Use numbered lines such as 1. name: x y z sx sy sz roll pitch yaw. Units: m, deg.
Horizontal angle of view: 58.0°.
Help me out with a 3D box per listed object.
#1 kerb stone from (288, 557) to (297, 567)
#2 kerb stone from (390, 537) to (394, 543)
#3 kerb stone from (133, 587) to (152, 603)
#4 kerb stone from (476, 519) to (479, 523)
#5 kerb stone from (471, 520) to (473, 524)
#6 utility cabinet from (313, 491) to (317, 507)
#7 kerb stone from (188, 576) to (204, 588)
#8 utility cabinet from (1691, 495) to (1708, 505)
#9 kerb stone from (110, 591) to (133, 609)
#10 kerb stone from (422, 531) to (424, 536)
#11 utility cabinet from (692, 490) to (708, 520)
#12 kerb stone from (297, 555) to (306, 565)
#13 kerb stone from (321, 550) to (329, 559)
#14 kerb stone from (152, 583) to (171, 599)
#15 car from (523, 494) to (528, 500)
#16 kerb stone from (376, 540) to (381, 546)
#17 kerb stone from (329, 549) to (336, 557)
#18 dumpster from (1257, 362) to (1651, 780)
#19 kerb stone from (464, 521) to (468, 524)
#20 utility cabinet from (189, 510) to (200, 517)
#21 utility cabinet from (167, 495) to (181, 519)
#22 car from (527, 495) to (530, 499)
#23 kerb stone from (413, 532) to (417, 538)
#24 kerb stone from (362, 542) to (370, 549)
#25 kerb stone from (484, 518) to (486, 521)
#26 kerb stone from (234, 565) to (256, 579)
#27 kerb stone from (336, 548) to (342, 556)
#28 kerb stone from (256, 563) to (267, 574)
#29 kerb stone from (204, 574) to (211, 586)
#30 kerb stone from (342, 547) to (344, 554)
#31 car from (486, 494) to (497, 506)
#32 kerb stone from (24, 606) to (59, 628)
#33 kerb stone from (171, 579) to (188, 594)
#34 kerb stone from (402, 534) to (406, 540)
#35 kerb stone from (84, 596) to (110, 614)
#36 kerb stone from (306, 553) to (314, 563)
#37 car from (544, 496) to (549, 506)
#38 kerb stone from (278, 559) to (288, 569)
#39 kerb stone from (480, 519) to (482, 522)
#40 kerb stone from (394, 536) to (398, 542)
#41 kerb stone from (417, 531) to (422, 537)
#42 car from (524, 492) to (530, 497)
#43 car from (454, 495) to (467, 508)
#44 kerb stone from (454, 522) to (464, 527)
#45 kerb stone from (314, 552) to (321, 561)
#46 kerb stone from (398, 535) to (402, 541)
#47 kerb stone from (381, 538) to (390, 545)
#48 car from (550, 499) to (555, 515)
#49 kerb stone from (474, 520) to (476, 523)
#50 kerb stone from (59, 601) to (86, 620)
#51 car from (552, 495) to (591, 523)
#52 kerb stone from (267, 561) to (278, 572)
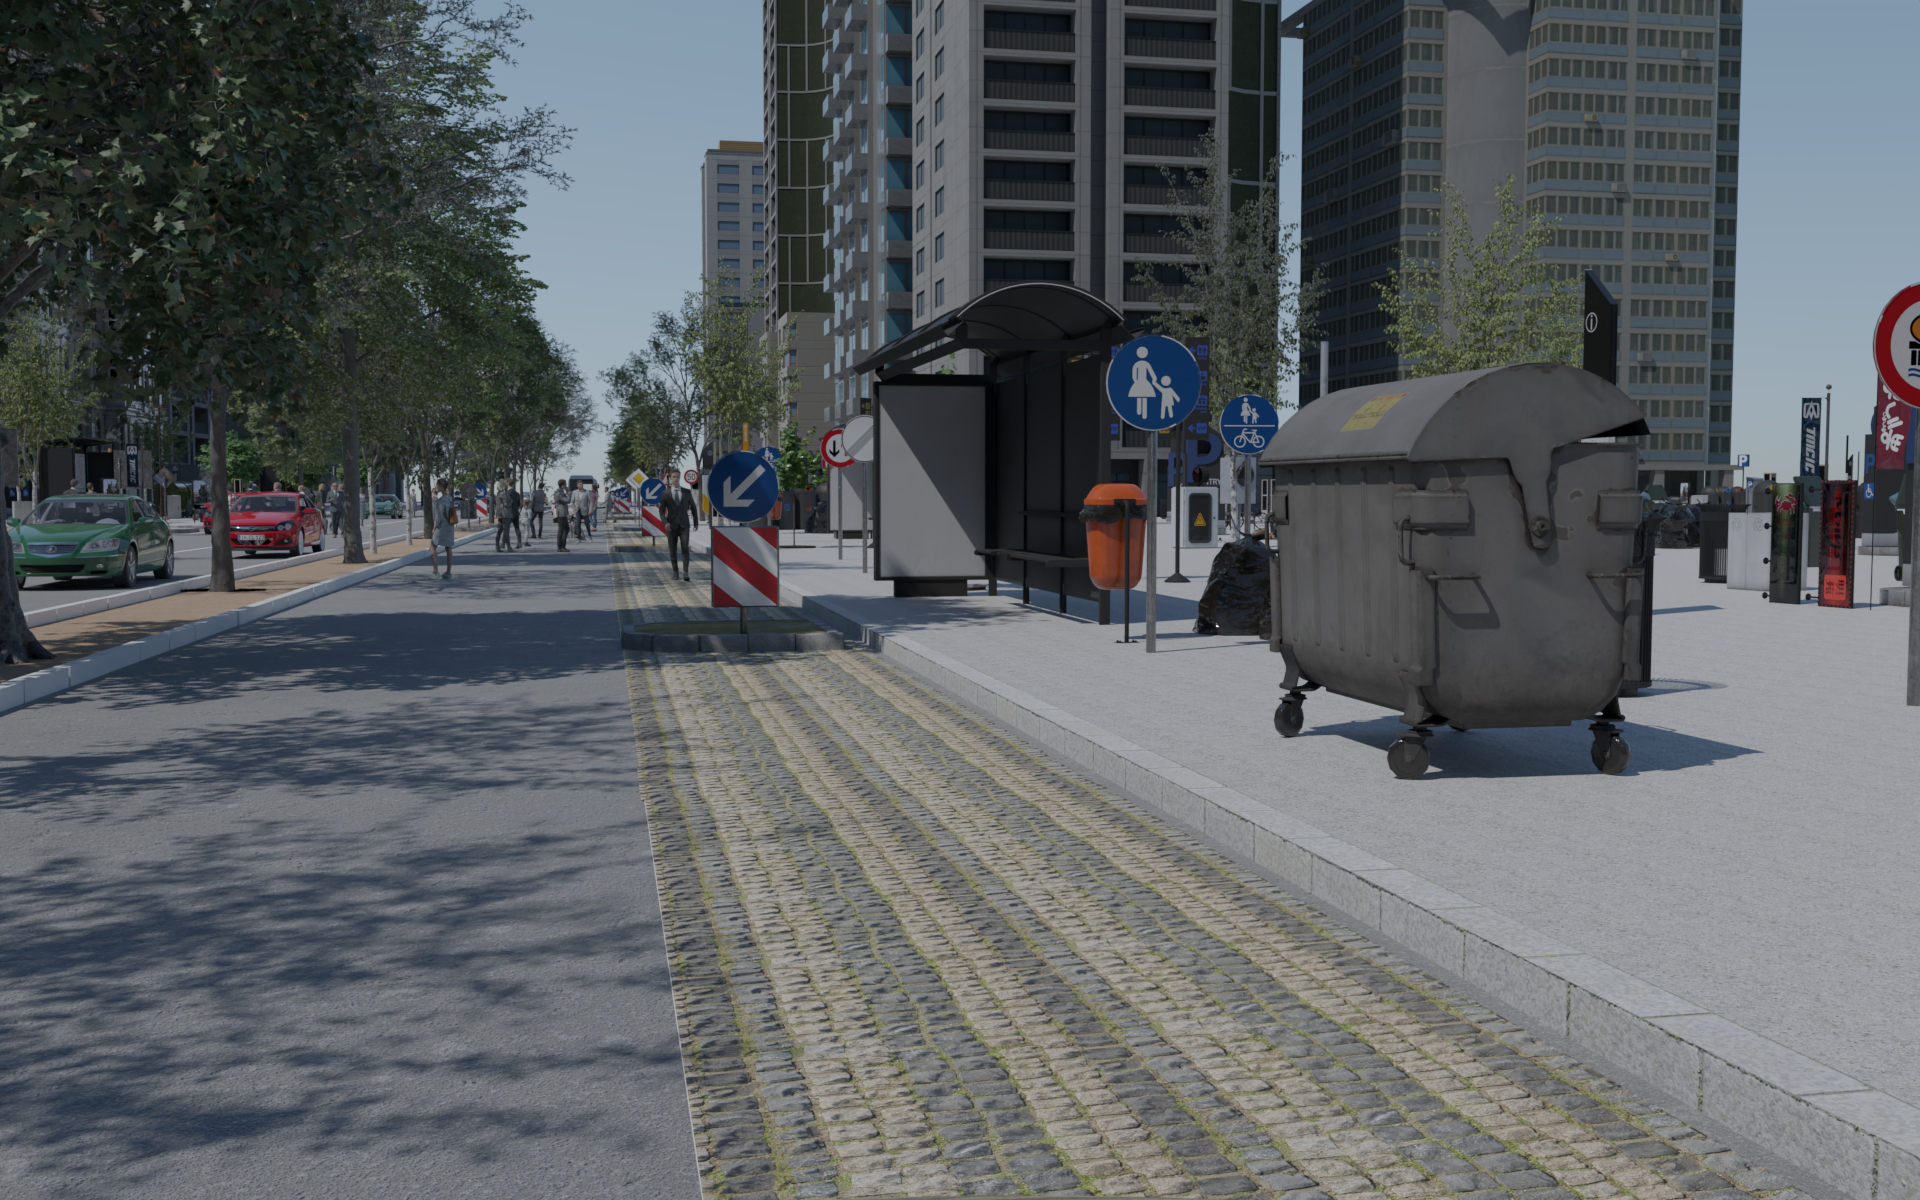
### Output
1. kerb stone: -13.204 -0.716 33.982 0.120 0.150 1.000 -1 4 -12
2. kerb stone: -16.545 -1.703 50.041 0.120 0.150 1.000 -1 4 -12
3. kerb stone: -10.917 -0.045 22.925 0.120 0.150 1.000 -1 4 -12
4. kerb stone: -23.758 -3.825 84.735 0.120 0.150 1.000 -1 4 -12
5. kerb stone: -22.921 -3.579 80.712 0.120 0.150 1.000 -1 4 -12
6. utility cabinet: -51.573 -7.915 138.088 1.173 1.500 0.318 1 4 18
7. kerb stone: -11.538 -0.229 25.933 0.120 0.150 1.000 -1 4 -12
8. utility cabinet: 38.017 -4.765 89.074 0.306 1.237 1.020 -1 4 -10
9. kerb stone: -10.700 0.020 21.921 0.120 0.150 1.000 -1 4 -12
10. kerb stone: -18.430 -2.250 59.058 0.120 0.150 1.000 -1 4 -12
11. utility cabinet: -12.672 -4.704 85.586 1.173 1.500 0.318 1 4 23
12. kerb stone: -13.419 -0.782 34.981 0.120 0.150 1.000 -1 4 -12
13. kerb stone: -14.048 -0.963 37.988 0.120 0.150 1.000 -1 4 -12
14. kerb stone: -11.117 -0.106 23.928 0.120 0.150 1.000 -1 4 -12
15. car: -67.972 -15.709 269.209 2.083 1.381 4.827 -1 4 -12
16. kerb stone: -15.927 -1.516 47.018 0.120 0.150 1.000 -1 4 -12
17. kerb stone: -14.252 -1.027 38.991 0.120 0.150 1.000 -1 4 -12
18. dumpster: 2.376 -0.168 8.510 1.264 1.857 1.865 -1 4 -12
19. kerb stone: -22.292 -3.394 77.690 0.120 0.150 1.000 -1 4 -12
20. utility cabinet: -41.921 -5.320 95.663 1.173 1.500 0.318 0 4 -3
21. utility cabinet: -40.540 -4.783 89.366 0.306 1.237 1.020 0 4 -2
22. car: -50.766 -11.920 206.889 2.014 1.417 4.499 -1 4 -12
23. kerb stone: -17.787 -2.071 56.051 0.120 0.150 1.000 -1 4 -12
24. kerb stone: -15.718 -1.457 46.014 0.120 0.150 1.000 -1 4 -12
25. kerb stone: -24.804 -4.127 89.760 0.120 0.150 1.000 -1 4 -12
26. kerb stone: -12.371 -0.472 29.946 0.120 0.150 1.000 -1 4 -12
27. kerb stone: -14.463 -1.088 39.991 0.120 0.150 1.000 -1 4 -12
28. kerb stone: -12.584 -0.536 30.956 0.120 0.150 1.000 -1 4 -12
29. kerb stone: -11.758 -0.290 26.939 0.120 0.150 1.000 -1 4 -12
30. kerb stone: -14.679 -1.145 40.990 0.120 0.150 1.000 -1 4 -12
31. car: -56.507 -12.182 208.214 2.155 1.783 4.494 -1 4 -11
32. kerb stone: -10.085 0.201 18.915 0.120 0.150 1.000 -1 4 -12
33. kerb stone: -11.337 -0.167 24.927 0.120 0.150 1.000 -1 4 -12
34. kerb stone: -17.172 -1.883 53.047 0.120 0.150 1.000 -1 4 -12
35. kerb stone: -10.501 0.078 20.918 0.120 0.150 1.000 -1 4 -12
36. kerb stone: -13.628 -0.843 35.986 0.120 0.150 1.000 -1 4 -12
37. car: -52.729 -12.704 217.929 2.015 1.641 3.980 -1 4 -10
38. kerb stone: -13.001 -0.659 32.972 0.120 0.150 1.000 -1 4 -12
39. kerb stone: -24.178 -3.948 86.746 0.120 0.150 1.000 -1 4 -12
40. kerb stone: -16.753 -1.763 51.042 0.120 0.150 1.000 -1 4 -12
41. kerb stone: -18.217 -2.193 58.058 0.120 0.150 1.000 -1 4 -12
42. car: -70.462 -16.669 282.127 1.945 1.707 3.694 -1 4 -13
43. car: -44.306 -8.545 152.288 1.945 1.354 3.894 -1 4 -12
44. kerb stone: -21.877 -3.271 75.674 0.120 0.150 1.000 -1 4 -12
45. kerb stone: -13.847 -0.899 36.986 0.120 0.150 1.000 -1 4 -12
46. kerb stone: -16.967 -1.825 52.042 0.120 0.150 1.000 -1 4 -12
47. kerb stone: -16.337 -1.636 49.037 0.120 0.150 1.000 -1 4 -12
48. car: -26.992 -6.494 118.537 2.083 1.381 4.827 -1 4 -12
49. kerb stone: -23.346 -3.700 82.722 0.120 0.150 1.000 -1 4 -12
50. kerb stone: -10.293 0.139 19.917 0.120 0.150 1.000 -1 4 -12
51. car: -19.509 -4.578 87.208 2.083 1.381 4.827 -1 4 -11
52. kerb stone: -12.792 -0.595 31.960 0.120 0.150 1.000 -1 4 -12
